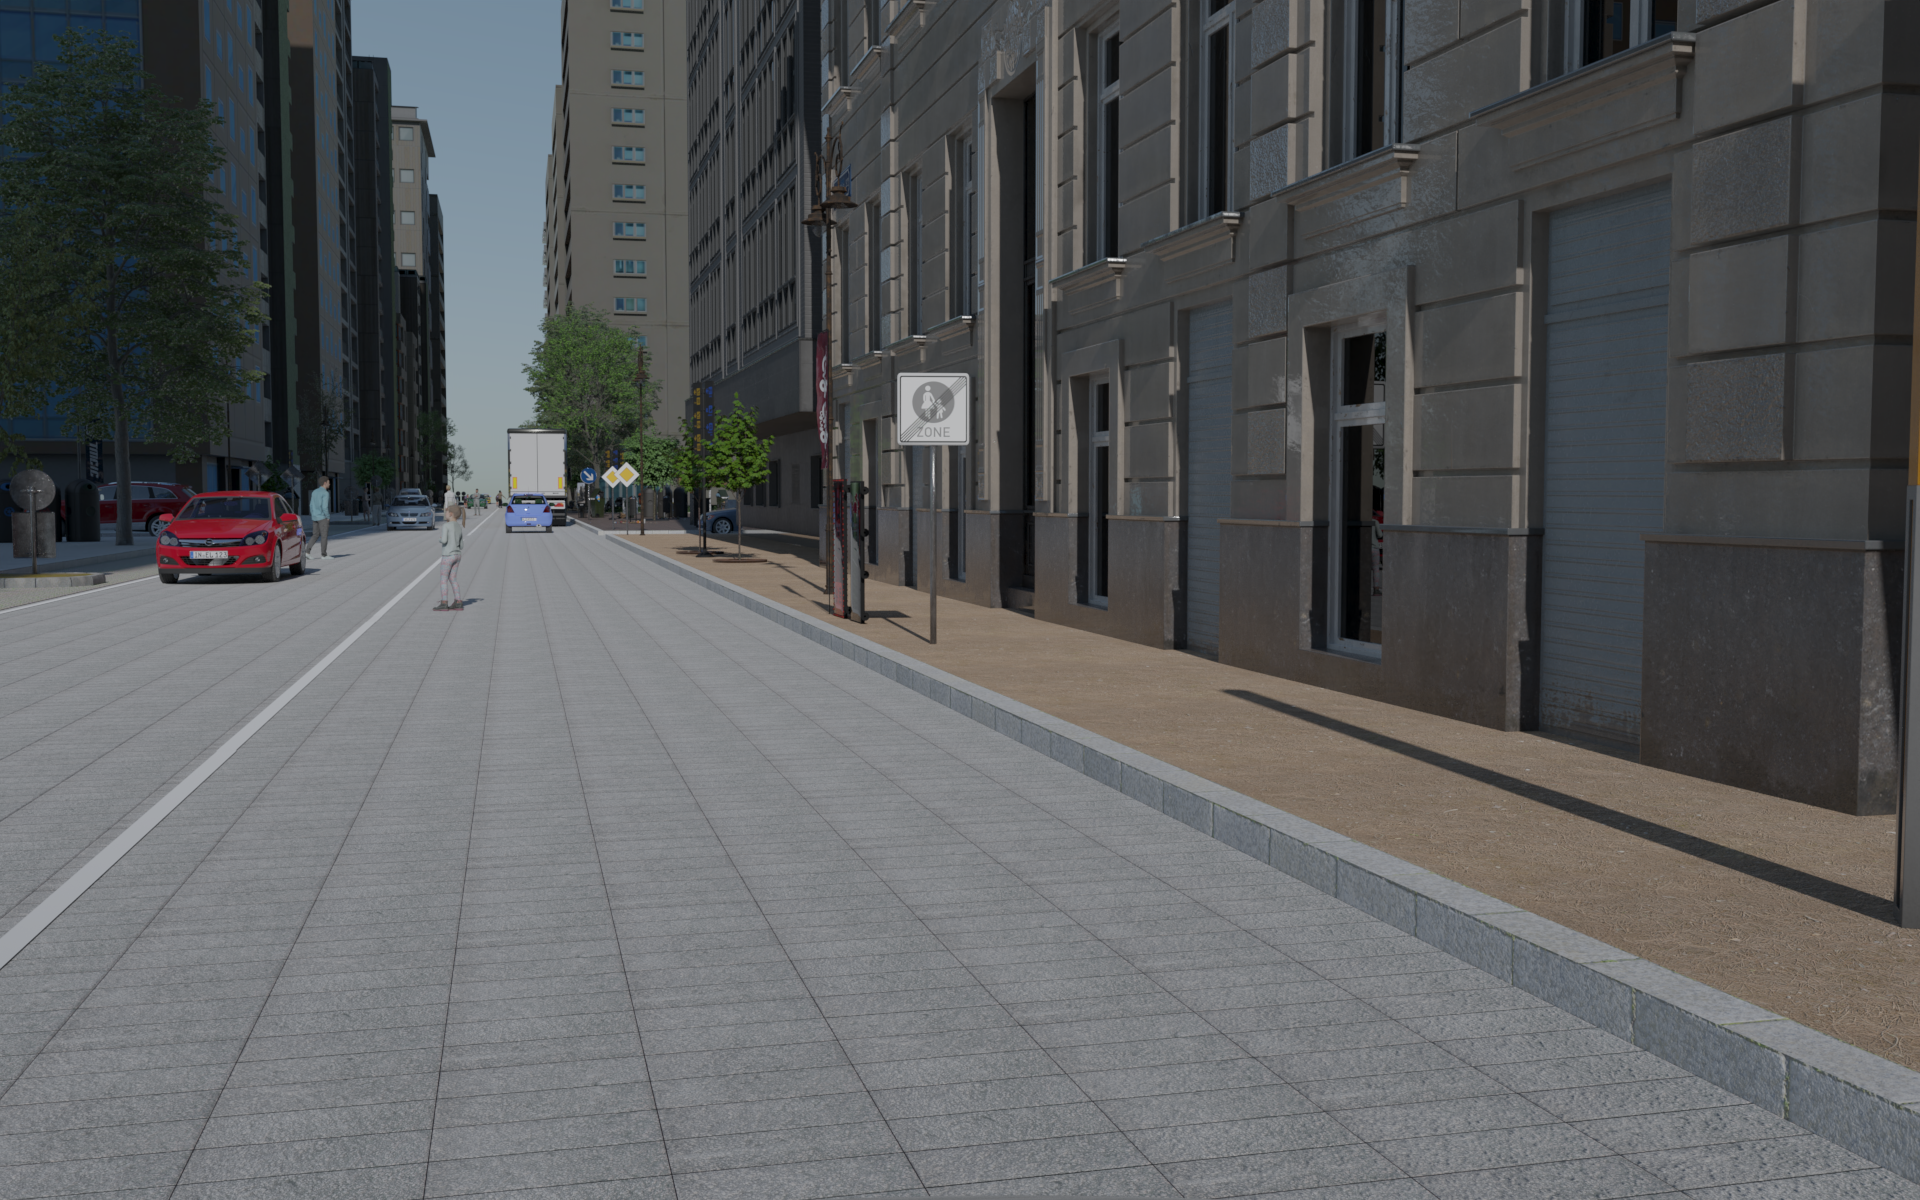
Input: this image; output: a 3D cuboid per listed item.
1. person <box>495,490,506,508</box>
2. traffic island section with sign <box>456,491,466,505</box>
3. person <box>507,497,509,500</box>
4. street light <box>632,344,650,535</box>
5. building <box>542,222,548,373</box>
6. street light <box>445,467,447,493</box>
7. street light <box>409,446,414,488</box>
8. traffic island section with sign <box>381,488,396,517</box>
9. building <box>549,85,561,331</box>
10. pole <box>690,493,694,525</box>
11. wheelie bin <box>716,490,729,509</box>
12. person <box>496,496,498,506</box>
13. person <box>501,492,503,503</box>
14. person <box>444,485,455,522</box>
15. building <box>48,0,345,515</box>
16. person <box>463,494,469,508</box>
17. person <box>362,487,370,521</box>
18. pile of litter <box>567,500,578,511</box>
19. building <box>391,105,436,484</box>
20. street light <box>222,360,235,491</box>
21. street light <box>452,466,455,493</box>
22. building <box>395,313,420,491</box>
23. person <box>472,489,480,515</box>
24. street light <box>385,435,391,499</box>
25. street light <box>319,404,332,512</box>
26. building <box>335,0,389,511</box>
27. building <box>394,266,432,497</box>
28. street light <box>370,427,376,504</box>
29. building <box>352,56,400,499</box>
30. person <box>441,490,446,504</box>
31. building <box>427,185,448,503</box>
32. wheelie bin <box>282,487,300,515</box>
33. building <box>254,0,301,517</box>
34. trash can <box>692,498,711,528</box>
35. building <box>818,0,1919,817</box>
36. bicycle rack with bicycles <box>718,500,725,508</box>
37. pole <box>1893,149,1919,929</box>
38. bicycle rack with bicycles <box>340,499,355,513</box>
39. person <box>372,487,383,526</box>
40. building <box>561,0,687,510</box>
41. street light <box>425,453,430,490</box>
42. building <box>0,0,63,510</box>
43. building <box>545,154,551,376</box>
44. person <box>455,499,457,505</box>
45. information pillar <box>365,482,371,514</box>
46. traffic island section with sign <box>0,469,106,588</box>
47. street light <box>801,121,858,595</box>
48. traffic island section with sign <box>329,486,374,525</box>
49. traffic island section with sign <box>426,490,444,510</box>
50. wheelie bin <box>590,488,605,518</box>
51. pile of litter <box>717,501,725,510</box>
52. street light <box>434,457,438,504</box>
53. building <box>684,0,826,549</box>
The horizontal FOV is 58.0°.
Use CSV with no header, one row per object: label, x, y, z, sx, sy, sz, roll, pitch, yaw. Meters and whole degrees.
person,-46.749,-10.252,176.129,1.348,1.823,0.705,2,4,24
traffic island section with sign,-74.889,-15.476,261.653,1.989,1.847,2.006,-1,4,-14
person,-40.814,-9.143,157.979,0.705,1.826,1.348,1,4,23
street light,-9.861,-4.943,53.601,0.468,5.910,1.993,-1,4,-14
building,-55.056,-40.208,277.008,23.786,49.044,30.456,-1,4,-14
street light,-72.326,-16.576,243.803,0.468,5.910,1.993,-1,4,-14
street light,-51.857,-11.699,164.061,0.468,5.910,1.993,-1,4,-14
traffic island section with sign,-35.270,-6.051,107.555,1.989,1.847,2.006,-1,4,-14
building,-35.551,-35.205,199.300,21.300,48.544,21.600,-1,4,-14
pole,-11.233,-4.809,72.468,0.158,3.312,0.155,0,3,0
wheelie bin,-16.885,-7.023,122.739,0.980,1.594,0.693,-3,5,-43
person,-52.838,-11.386,197.886,0.421,1.427,0.697,0,4,0
person,-53.563,-11.787,202.153,0.436,1.711,0.756,-1,4,-21
person,-20.896,-3.808,70.981,0.478,1.798,0.641,-2,4,-32
building,-46.982,-28.045,108.644,14.600,45.320,14.200,-1,4,-14
person,-49.386,-9.883,173.313,0.697,1.427,0.421,3,4,39
person,-29.019,-4.642,84.736,0.374,1.781,0.599,-3,4,-39
pile of litter,-29.659,-7.239,132.326,1.719,0.858,1.176,1,4,11
building,-86.546,-39.567,236.151,28.713,52.752,27.495,-1,4,-14
street light,-24.882,-5.270,58.950,0.468,5.910,1.993,-1,4,-14
street light,-80.081,-18.416,273.880,0.468,5.910,1.993,-1,4,-14
building,-70.279,-20.240,175.966,27.650,21.520,28.899,-1,4,-14
person,-32.344,-6.554,115.833,0.511,1.800,0.466,0,4,-6
street light,-43.960,-9.819,133.335,0.468,5.910,1.993,-1,4,-14
street light,-32.569,-7.111,89.045,0.468,5.910,1.993,-1,4,-14
building,-57.102,-42.771,137.552,20.563,71.187,20.611,-1,4,-14
building,-74.534,-27.326,218.473,14.160,30.474,14.107,-1,4,-14
street light,-40.348,-8.950,119.117,0.468,5.910,1.993,-1,4,-14
building,-58.646,-28.890,155.948,14.154,41.232,14.086,-1,4,-14
person,-41.383,-7.967,139.475,1.217,1.735,0.721,3,4,37
building,-89.224,-39.018,261.644,21.300,48.544,21.600,-1,4,-14
wheelie bin,-30.628,-4.363,79.243,0.693,1.594,0.980,-3,5,-40
building,-41.948,-19.318,87.558,14.160,30.474,14.107,-1,4,-14
trash can,-9.907,-3.351,66.436,0.748,1.137,0.748,0,3,0
building,6.016,-13.572,19.166,12.463,27.353,25.104,-1,4,-14
bicycle rack with bicycles,-14.856,-6.144,113.841,2.852,0.926,2.925,0,4,-6
pole,2.882,-0.686,5.064,0.158,3.312,0.155,0,3,0
bicycle rack with bicycles,-43.120,-6.608,121.428,2.925,0.926,2.852,-3,5,-45
person,-26.274,-4.220,78.041,0.362,1.759,0.519,3,5,40
building,-23.332,-32.250,150.992,21.300,48.544,21.600,-1,4,-14
street light,-59.802,-13.573,194.703,0.468,5.910,1.993,-1,4,-14
building,-35.303,-25.435,65.978,14.600,45.320,14.200,-1,4,-14
building,-45.370,-37.523,237.194,21.300,48.544,21.600,-1,4,-14
person,-23.109,-4.147,78.902,0.503,1.515,0.523,-3,5,-41
information pillar,-37.470,-6.432,109.662,0.304,2.012,0.304,-2,4,-28
traffic island section with sign,-14.565,-1.128,27.070,1.989,1.847,2.006,-1,4,-14
street light,-1.661,-3.010,21.994,0.468,5.910,1.993,-1,4,-14
traffic island section with sign,-28.476,-4.437,81.178,1.989,1.847,2.006,-1,4,-14
traffic island section with sign,-47.736,-9.017,156.061,1.989,1.847,2.006,-1,4,-14
wheelie bin,-19.617,-5.253,93.789,0.693,1.594,0.980,-3,4,-37
pile of litter,-14.593,-5.682,106.872,1.719,0.858,1.176,2,4,27
street light,-64.638,-14.726,213.550,0.468,5.910,1.993,-1,4,-14
building,1.262,-15.274,43.242,14.314,27.812,24.014,-1,4,-14
